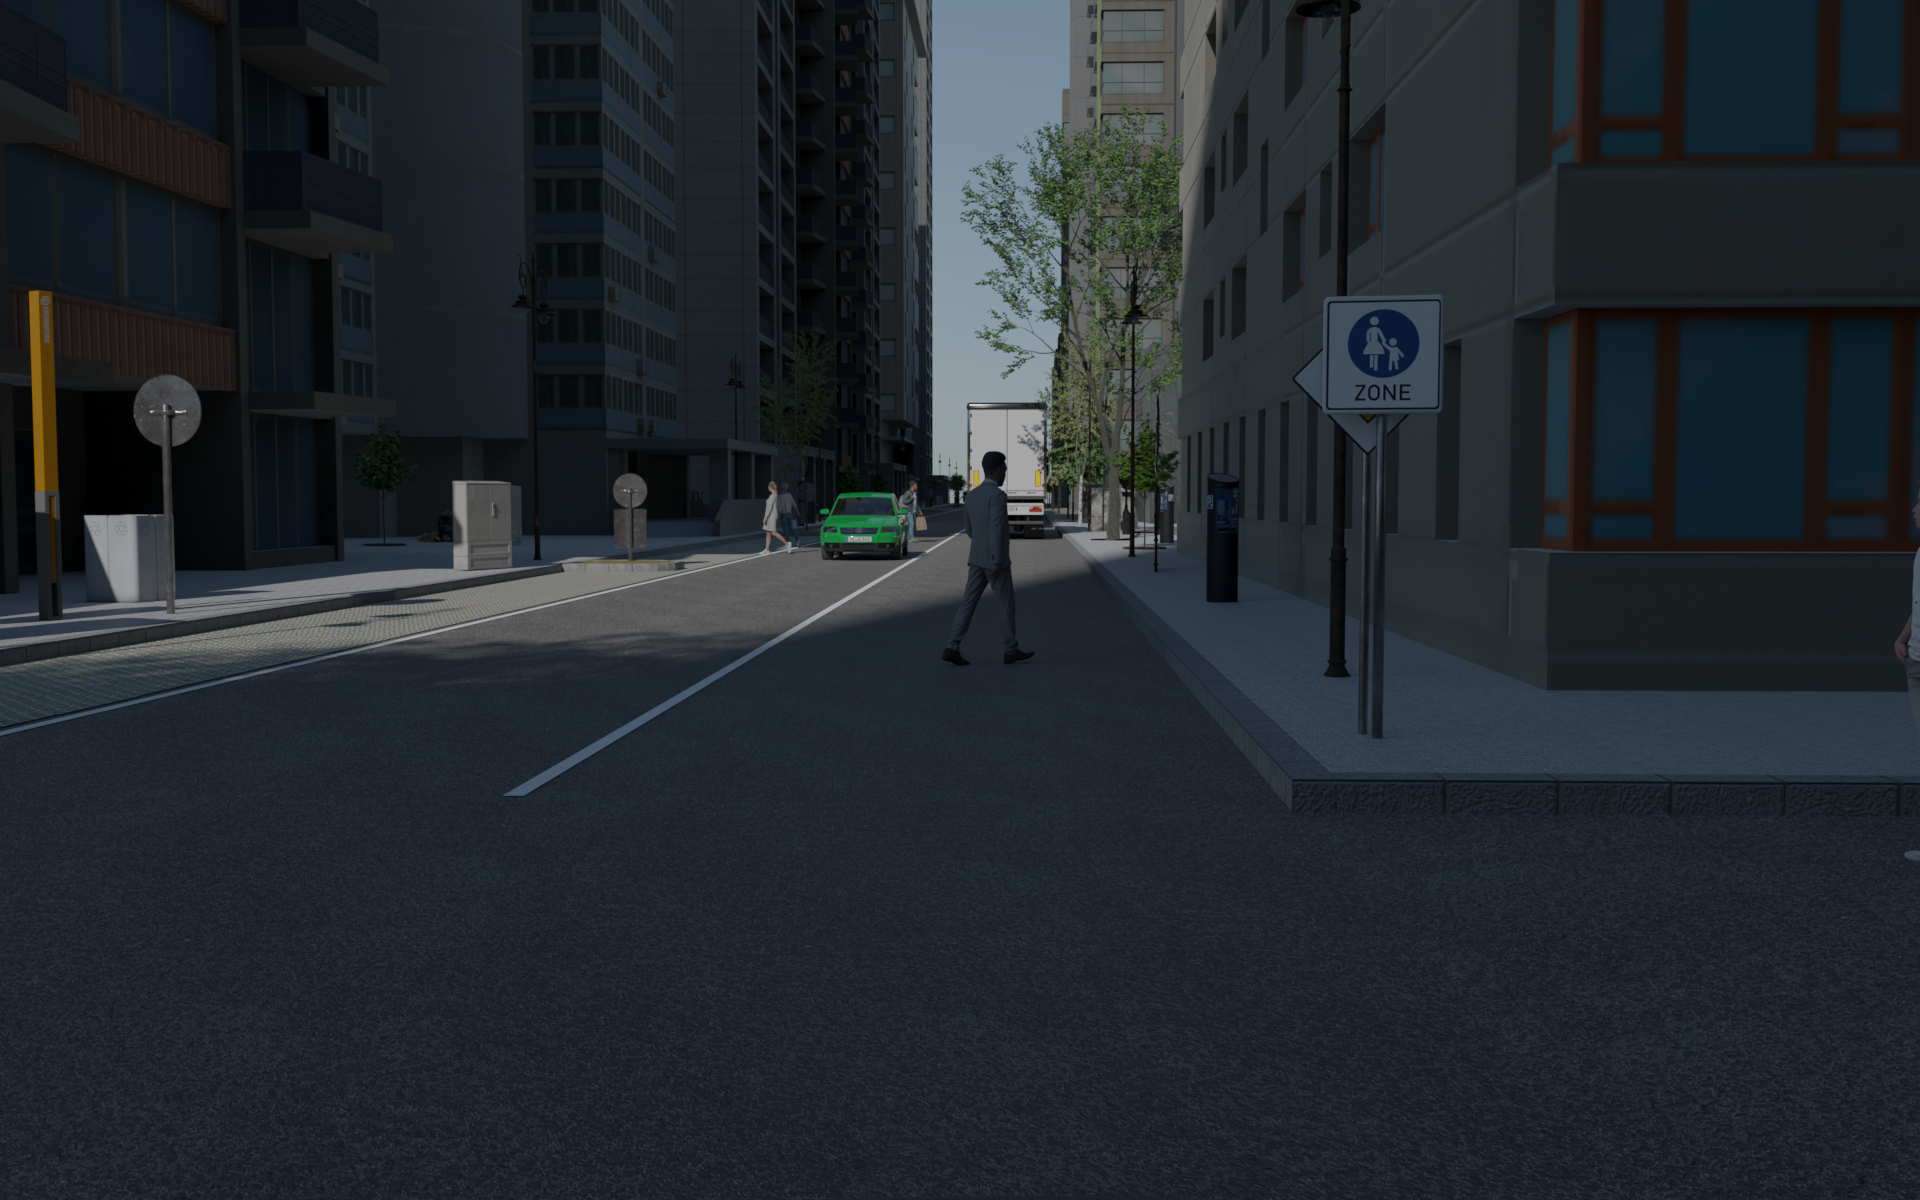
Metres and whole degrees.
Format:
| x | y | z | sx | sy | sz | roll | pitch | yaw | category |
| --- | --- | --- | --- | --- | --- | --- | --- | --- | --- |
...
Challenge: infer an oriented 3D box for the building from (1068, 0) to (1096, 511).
| x | y | z | sx | sy | sz | roll | pitch | yaw | category |
| --- | --- | --- | --- | --- | --- | --- | --- | --- | --- |
| 19.589 | -36.801 | 143.699 | 21.231 | 58.520 | 28.212 | 0 | 4 | 2 | building |

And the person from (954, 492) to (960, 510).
| x | y | z | sx | sy | sz | roll | pitch | yaw | category |
| --- | --- | --- | --- | --- | --- | --- | --- | --- | --- |
| -0.313 | -9.069 | 158.250 | 0.593 | 1.643 | 0.415 | -2 | 4 | -31 | person |

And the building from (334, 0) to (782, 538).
| x | y | z | sx | sy | sz | roll | pitch | yaw | category |
| --- | --- | --- | --- | --- | --- | --- | --- | --- | --- |
| -23.062 | -22.423 | 58.491 | 32.217 | 40.220 | 23.993 | 0 | 4 | 2 | building |

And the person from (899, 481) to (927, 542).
| x | y | z | sx | sy | sz | roll | pitch | yaw | category |
| --- | --- | --- | --- | --- | --- | --- | --- | --- | --- |
| -1.388 | -2.620 | 51.321 | 0.794 | 1.824 | 0.713 | -3 | 5 | -41 | person |

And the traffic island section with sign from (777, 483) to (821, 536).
| x | y | z | sx | sy | sz | roll | pitch | yaw | category |
| --- | --- | --- | --- | --- | --- | --- | --- | --- | --- |
| -5.248 | -3.108 | 59.449 | 1.989 | 1.847 | 2.006 | 0 | 4 | 2 | traffic island section with sign |

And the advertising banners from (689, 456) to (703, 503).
| x | y | z | sx | sy | sz | roll | pitch | yaw | category |
| --- | --- | --- | --- | --- | --- | --- | --- | --- | --- |
| -11.713 | -4.900 | 76.310 | 0.090 | 3.025 | 2.074 | 1 | 4 | 11 | advertising banners |

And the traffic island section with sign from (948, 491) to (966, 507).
| x | y | z | sx | sy | sz | roll | pitch | yaw | category |
| --- | --- | --- | --- | --- | --- | --- | --- | --- | --- |
| -0.265 | -11.222 | 192.102 | 1.989 | 1.847 | 2.006 | 0 | 4 | 2 | traffic island section with sign |

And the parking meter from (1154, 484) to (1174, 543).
| x | y | z | sx | sy | sz | roll | pitch | yaw | category |
| --- | --- | --- | --- | --- | --- | --- | --- | --- | --- |
| 5.432 | -2.264 | 45.431 | 0.372 | 1.533 | 0.369 | 0 | 3 | 0 | parking meter |

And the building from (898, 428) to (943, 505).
| x | y | z | sx | sy | sz | roll | pitch | yaw | category |
| --- | --- | --- | --- | --- | --- | --- | --- | --- | --- |
| -18.531 | -31.643 | 209.238 | 32.217 | 40.220 | 23.993 | 0 | 4 | 2 | building |

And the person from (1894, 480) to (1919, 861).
| x | y | z | sx | sy | sz | roll | pitch | yaw | category |
| --- | --- | --- | --- | --- | --- | --- | --- | --- | --- |
| 3.821 | 0.273 | 6.641 | 0.523 | 1.515 | 0.503 | -2 | 4 | -34 | person |

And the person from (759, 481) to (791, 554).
| x | y | z | sx | sy | sz | roll | pitch | yaw | category |
| --- | --- | --- | --- | --- | --- | --- | --- | --- | --- |
| -4.404 | -1.950 | 41.137 | 0.760 | 1.731 | 0.466 | -1 | 4 | -23 | person |

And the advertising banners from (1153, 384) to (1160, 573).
| x | y | z | sx | sy | sz | roll | pitch | yaw | category |
| --- | --- | --- | --- | --- | --- | --- | --- | --- | --- |
| 3.248 | -1.984 | 28.618 | 0.090 | 3.025 | 2.074 | 0 | 4 | 6 | advertising banners |

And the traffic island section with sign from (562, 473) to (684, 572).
| x | y | z | sx | sy | sz | roll | pitch | yaw | category |
| --- | --- | --- | --- | --- | --- | --- | --- | --- | --- |
| -6.258 | -1.461 | 32.512 | 1.989 | 1.847 | 2.006 | 0 | 4 | 2 | traffic island section with sign |

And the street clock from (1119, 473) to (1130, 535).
| x | y | z | sx | sy | sz | roll | pitch | yaw | category |
| --- | --- | --- | --- | --- | --- | --- | --- | --- | --- |
| 5.255 | -3.068 | 54.730 | 0.471 | 2.002 | 0.358 | 3 | 4 | 36 | street clock |

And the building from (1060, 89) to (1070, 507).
| x | y | z | sx | sy | sz | roll | pitch | yaw | category |
| --- | --- | --- | --- | --- | --- | --- | --- | --- | --- |
| 17.354 | -30.238 | 177.983 | 14.154 | 41.232 | 14.086 | 0 | 4 | 2 | building |

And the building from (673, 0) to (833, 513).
| x | y | z | sx | sy | sz | roll | pitch | yaw | category |
| --- | --- | --- | --- | --- | --- | --- | --- | --- | --- |
| -15.022 | -43.158 | 143.892 | 20.563 | 71.187 | 20.611 | 0 | 4 | 2 | building |

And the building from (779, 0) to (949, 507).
| x | y | z | sx | sy | sz | roll | pitch | yaw | category |
| --- | --- | --- | --- | --- | --- | --- | --- | --- | --- |
| -11.872 | -48.451 | 230.423 | 20.563 | 71.187 | 20.611 | 0 | 4 | 2 | building |

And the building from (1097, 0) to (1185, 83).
| x | y | z | sx | sy | sz | roll | pitch | yaw | category |
| --- | --- | --- | --- | --- | --- | --- | --- | --- | --- |
| 14.258 | -25.006 | 92.450 | 14.154 | 41.232 | 14.086 | 0 | 4 | 2 | building |

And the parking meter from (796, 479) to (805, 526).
| x | y | z | sx | sy | sz | roll | pitch | yaw | category |
| --- | --- | --- | --- | --- | --- | --- | --- | --- | --- |
| -6.357 | -3.876 | 69.077 | 0.255 | 1.863 | 0.399 | -1 | 4 | -21 | parking meter |

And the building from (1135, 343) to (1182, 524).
| x | y | z | sx | sy | sz | roll | pitch | yaw | category |
| --- | --- | --- | --- | --- | --- | --- | --- | --- | --- |
| 19.130 | -46.101 | 66.425 | 22.319 | 86.520 | 31.000 | 0 | 4 | 2 | building |

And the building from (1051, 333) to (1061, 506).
| x | y | z | sx | sy | sz | roll | pitch | yaw | category |
| --- | --- | --- | --- | --- | --- | --- | --- | --- | --- |
| 24.942 | -21.696 | 199.768 | 27.650 | 21.520 | 28.899 | 0 | 4 | 2 | building |

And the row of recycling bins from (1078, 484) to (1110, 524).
| x | y | z | sx | sy | sz | roll | pitch | yaw | category |
| --- | --- | --- | --- | --- | --- | --- | --- | --- | --- |
| 5.974 | -4.151 | 74.977 | 1.069 | 1.692 | 3.534 | -1 | 4 | -12 | row of recycling bins |

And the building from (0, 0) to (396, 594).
| x | y | z | sx | sy | sz | roll | pitch | yaw | category |
| --- | --- | --- | --- | --- | --- | --- | --- | --- | --- |
| -21.726 | -22.586 | 23.912 | 22.147 | 44.769 | 28.867 | 0 | 4 | 2 | building |

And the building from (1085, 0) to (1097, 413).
| x | y | z | sx | sy | sz | roll | pitch | yaw | category |
| --- | --- | --- | --- | --- | --- | --- | --- | --- | --- |
| 19.742 | -30.280 | 114.683 | 23.786 | 49.044 | 30.456 | 0 | 4 | 2 | building |

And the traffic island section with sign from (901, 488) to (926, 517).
| x | y | z | sx | sy | sz | roll | pitch | yaw | category |
| --- | --- | --- | --- | --- | --- | --- | --- | --- | --- |
| -3.372 | -6.169 | 109.491 | 1.989 | 1.847 | 2.006 | 0 | 4 | 2 | traffic island section with sign |

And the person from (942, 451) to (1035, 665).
| x | y | z | sx | sy | sz | roll | pitch | yaw | category |
| --- | --- | --- | --- | --- | --- | --- | --- | --- | --- |
| 0.226 | -0.353 | 14.552 | 0.850 | 1.792 | 0.678 | -2 | 4 | -35 | person |

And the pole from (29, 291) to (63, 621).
| x | y | z | sx | sy | sz | roll | pitch | yaw | category |
| --- | --- | --- | --- | --- | --- | --- | --- | --- | --- |
| -9.252 | -1.449 | 17.529 | 0.158 | 3.312 | 0.155 | 0 | 3 | 0 | pole |

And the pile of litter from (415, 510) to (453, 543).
| x | y | z | sx | sy | sz | roll | pitch | yaw | category |
| --- | --- | --- | --- | --- | --- | --- | --- | --- | --- |
| -14.034 | -1.982 | 46.375 | 1.176 | 0.858 | 1.719 | 0 | 4 | 5 | pile of litter |

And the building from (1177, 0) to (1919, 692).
| x | y | z | sx | sy | sz | roll | pitch | yaw | category |
| --- | --- | --- | --- | --- | --- | --- | --- | --- | --- |
| 18.787 | -10.940 | 23.904 | 28.899 | 21.520 | 27.650 | 0 | 4 | 2 | building |

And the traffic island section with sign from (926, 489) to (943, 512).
| x | y | z | sx | sy | sz | roll | pitch | yaw | category |
| --- | --- | --- | --- | --- | --- | --- | --- | --- | --- |
| -2.360 | -7.816 | 136.427 | 1.989 | 1.847 | 2.006 | 0 | 4 | 2 | traffic island section with sign |

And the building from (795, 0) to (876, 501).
| x | y | z | sx | sy | sz | roll | pitch | yaw | category |
| --- | --- | --- | --- | --- | --- | --- | --- | --- | --- |
| -17.558 | -28.468 | 120.083 | 22.147 | 44.769 | 28.867 | 0 | 4 | 2 | building |

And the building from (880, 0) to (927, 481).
| x | y | z | sx | sy | sz | roll | pitch | yaw | category |
| --- | --- | --- | --- | --- | --- | --- | --- | --- | --- |
| -18.426 | -36.306 | 182.844 | 28.713 | 52.752 | 27.495 | 0 | 4 | 2 | building |

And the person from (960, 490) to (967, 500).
| x | y | z | sx | sy | sz | roll | pitch | yaw | category |
| --- | --- | --- | --- | --- | --- | --- | --- | --- | --- |
| 0.611 | -8.094 | 140.858 | 1.348 | 1.821 | 0.705 | -1 | 4 | -10 | person |

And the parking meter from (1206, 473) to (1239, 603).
| x | y | z | sx | sy | sz | roll | pitch | yaw | category |
| --- | --- | --- | --- | --- | --- | --- | --- | --- | --- |
| 3.120 | -0.744 | 20.573 | 0.372 | 1.533 | 0.369 | 0 | 3 | 0 | parking meter |

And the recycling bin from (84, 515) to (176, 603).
| x | y | z | sx | sy | sz | roll | pitch | yaw | category |
| --- | --- | --- | --- | --- | --- | --- | --- | --- | --- |
| -9.951 | -0.503 | 20.772 | 0.722 | 1.027 | 0.722 | 1 | 4 | 14 | recycling bin |

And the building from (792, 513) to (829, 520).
| x | y | z | sx | sy | sz | roll | pitch | yaw | category |
| --- | --- | --- | --- | --- | --- | --- | --- | --- | --- |
| -17.600 | -40.121 | 94.223 | 20.563 | 71.187 | 20.611 | 0 | 4 | 2 | building |

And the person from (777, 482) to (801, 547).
| x | y | z | sx | sy | sz | roll | pitch | yaw | category |
| --- | --- | --- | --- | --- | --- | --- | --- | --- | --- |
| -4.504 | -2.275 | 46.362 | 0.598 | 1.740 | 0.731 | 2 | 4 | 29 | person |

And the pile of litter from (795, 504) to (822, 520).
| x | y | z | sx | sy | sz | roll | pitch | yaw | category |
| --- | --- | --- | --- | --- | --- | --- | --- | --- | --- |
| -7.240 | -4.305 | 84.345 | 1.719 | 0.858 | 1.176 | 2 | 4 | 26 | pile of litter |
